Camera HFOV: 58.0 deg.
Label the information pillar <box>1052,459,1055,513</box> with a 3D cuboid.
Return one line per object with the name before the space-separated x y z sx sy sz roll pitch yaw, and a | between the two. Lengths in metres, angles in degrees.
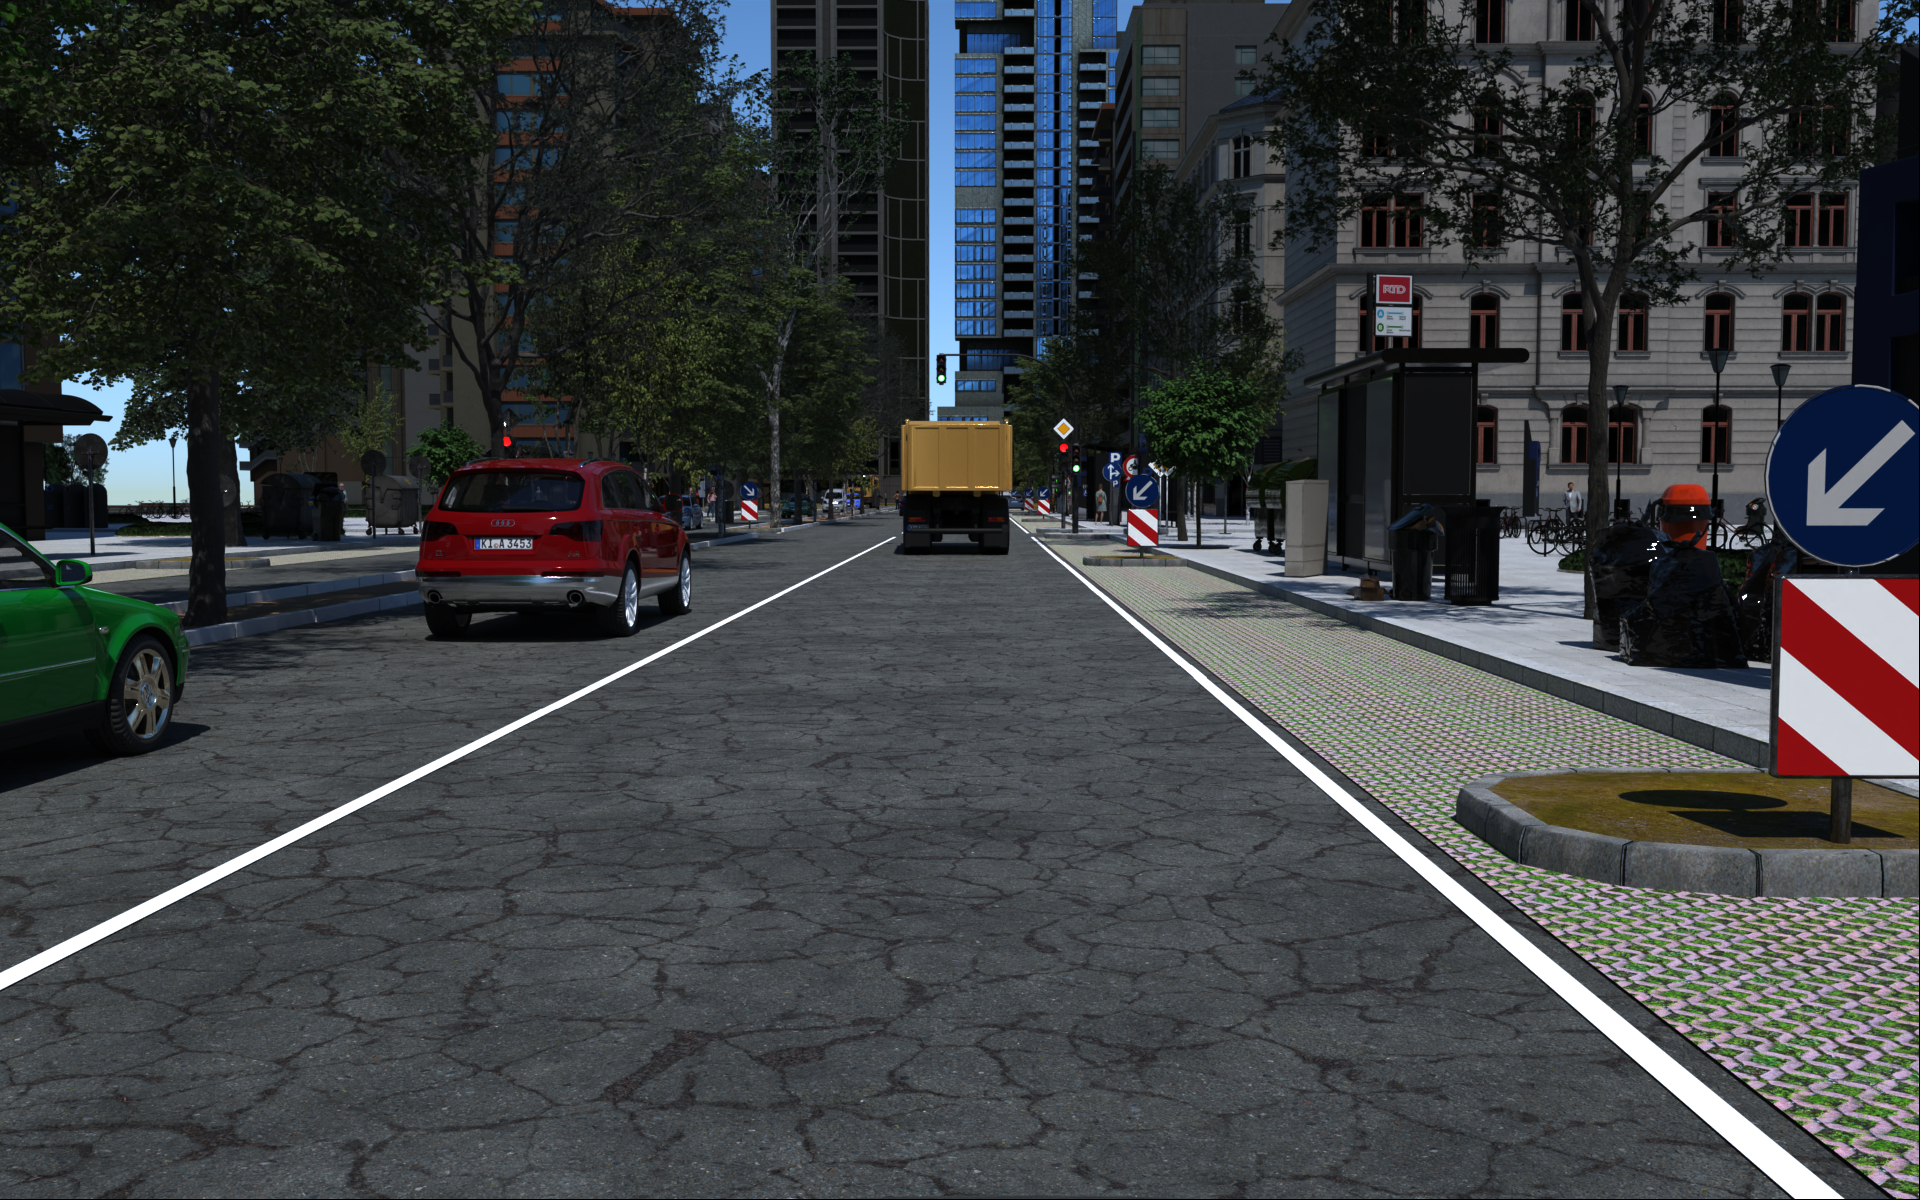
information pillar | 6.309 -7.659 116.577 0.183 3.616 0.504 1 4 10

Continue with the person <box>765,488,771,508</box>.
person | -17.506 -9.430 159.854 0.705 1.869 1.348 2 4 35

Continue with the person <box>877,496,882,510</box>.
person | -7.251 -8.961 155.720 0.721 1.735 1.217 1 4 18

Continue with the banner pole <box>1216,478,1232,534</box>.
banner pole | 8.306 -3.995 55.332 0.863 3.779 0.401 -2 4 -28

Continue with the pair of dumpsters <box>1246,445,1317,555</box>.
pair of dumpsters | 7.172 -2.094 36.737 1.574 2.255 4.437 0 4 1

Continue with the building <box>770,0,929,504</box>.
building | -14.787 -49.032 239.923 20.611 71.187 20.563 0 4 1

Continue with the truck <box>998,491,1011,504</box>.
truck | 0.854 -5.476 78.441 2.839 4.237 11.283 0 4 -1

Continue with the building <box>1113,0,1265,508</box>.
building | 26.307 -33.224 166.920 21.300 48.544 21.600 0 4 1

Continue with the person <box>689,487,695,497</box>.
person | -13.515 -4.815 87.650 0.534 1.772 0.576 -2 4 -33

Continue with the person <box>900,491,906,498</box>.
person | -5.616 -10.332 178.166 1.217 1.736 0.721 1 4 11

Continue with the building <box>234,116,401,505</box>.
building | -73.775 -33.651 200.298 14.200 45.320 14.600 0 4 1

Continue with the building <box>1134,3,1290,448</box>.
building | 21.912 -28.449 148.728 14.154 41.232 14.086 0 4 1

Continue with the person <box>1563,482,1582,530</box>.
person | 21.172 -3.152 59.887 0.661 1.843 0.795 3 5 40

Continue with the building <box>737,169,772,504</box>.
building | -32.229 -35.945 237.806 14.200 45.320 14.600 0 4 1

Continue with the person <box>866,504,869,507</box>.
person | -10.419 -11.354 194.961 1.217 1.723 0.721 -3 4 -36

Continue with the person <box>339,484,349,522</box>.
person | -28.464 -4.467 79.563 0.515 1.767 0.782 1 4 20

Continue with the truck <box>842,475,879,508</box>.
truck | -9.931 -11.043 176.471 3.469 3.379 9.791 0 4 2

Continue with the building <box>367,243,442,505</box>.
building | -59.614 -26.270 201.211 14.107 30.474 14.160 0 4 1

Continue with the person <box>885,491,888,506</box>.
person | -8.755 -12.052 205.528 0.705 1.826 1.348 1 4 8

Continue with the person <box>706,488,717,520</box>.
person | -13.869 -5.341 96.414 0.593 1.750 0.643 -1 4 -23

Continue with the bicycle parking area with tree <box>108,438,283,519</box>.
bicycle parking area with tree | -40.173 -6.403 91.686 9.016 4.147 8.231 1 4 16

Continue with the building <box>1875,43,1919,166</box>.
building | 47.820 -13.892 76.278 18.267 20.994 9.793 0 4 1

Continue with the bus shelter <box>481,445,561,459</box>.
bus shelter | -18.088 -4.771 71.930 2.014 3.302 5.546 0 4 1

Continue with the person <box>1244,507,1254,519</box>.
person | 15.193 -4.773 89.573 1.012 1.151 0.738 0 4 7

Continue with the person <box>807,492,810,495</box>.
person | -18.513 -12.466 209.805 0.705 1.831 1.348 2 4 30

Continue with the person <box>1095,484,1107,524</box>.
person | 5.938 -4.043 73.142 0.512 1.701 0.522 1 4 9

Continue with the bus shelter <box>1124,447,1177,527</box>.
bus shelter | 7.637 -4.509 67.650 2.014 3.302 5.546 0 4 1

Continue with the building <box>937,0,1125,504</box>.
building | 11.030 -56.735 240.280 31.000 86.520 22.319 0 4 1

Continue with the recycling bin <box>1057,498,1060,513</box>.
recycling bin | 6.925 -6.344 116.271 0.722 1.027 0.722 1 4 10

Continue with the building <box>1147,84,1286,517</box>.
building | 22.693 -20.826 116.926 17.030 29.872 44.131 0 4 1

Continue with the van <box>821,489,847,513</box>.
van | -9.688 -7.764 133.945 2.013 2.044 4.112 0 4 1

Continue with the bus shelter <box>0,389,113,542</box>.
bus shelter | -18.326 -2.370 32.680 2.014 3.302 5.546 0 4 1

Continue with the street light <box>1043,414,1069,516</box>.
street light | 5.706 -7.865 101.133 1.470 5.913 1.316 0 4 1

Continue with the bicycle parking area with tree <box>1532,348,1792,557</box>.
bicycle parking area with tree | 16.406 -3.019 36.362 8.231 4.147 9.016 -3 5 -39

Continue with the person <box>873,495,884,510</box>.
person | -6.885 -8.353 145.587 1.217 1.766 0.721 2 4 30

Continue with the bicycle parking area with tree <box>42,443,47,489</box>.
bicycle parking area with tree | -46.123 -5.810 82.002 8.231 4.147 9.016 -2 4 -29

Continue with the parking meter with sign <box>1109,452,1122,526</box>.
parking meter with sign | 6.374 -4.594 71.369 0.543 3.016 1.738 0 4 6

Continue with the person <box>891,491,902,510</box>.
person | -5.774 -9.126 158.425 1.217 1.736 0.721 -3 4 -39

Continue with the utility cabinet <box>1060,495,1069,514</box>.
utility cabinet | 7.038 -6.194 112.433 1.020 1.237 0.306 -1 4 -21

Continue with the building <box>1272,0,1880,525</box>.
building | 26.733 -17.753 77.648 23.554 28.519 14.401 0 4 1

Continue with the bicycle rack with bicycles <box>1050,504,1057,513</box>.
bicycle rack with bicycles | 7.284 -6.571 120.823 2.925 0.926 2.852 1 4 16

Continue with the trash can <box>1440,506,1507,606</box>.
trash can | 5.926 -0.513 20.037 0.748 1.137 0.748 0 3 0

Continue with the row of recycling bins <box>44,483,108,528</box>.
row of recycling bins | -33.937 -3.583 65.699 3.534 1.692 1.069 1 4 12

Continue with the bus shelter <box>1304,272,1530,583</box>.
bus shelter | 7.158 -3.150 29.137 2.179 5.291 8.768 0 4 1

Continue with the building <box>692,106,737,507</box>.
building | -30.831 -30.155 176.627 14.154 41.232 14.086 0 4 1

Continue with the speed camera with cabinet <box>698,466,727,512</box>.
speed camera with cabinet | -17.415 -7.797 121.809 2.038 3.252 0.660 -3 4 -38

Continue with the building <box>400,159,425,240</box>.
building | -72.377 -37.828 242.196 21.600 48.544 21.300 0 4 1

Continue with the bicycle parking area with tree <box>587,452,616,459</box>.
bicycle parking area with tree | -25.007 -8.159 120.398 9.016 4.147 8.231 1 4 19

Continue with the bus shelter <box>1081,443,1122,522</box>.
bus shelter | 6.697 -5.574 82.416 1.731 3.624 6.357 0 4 1

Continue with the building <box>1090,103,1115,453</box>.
building | 25.892 -32.881 192.229 22.147 44.769 28.867 0 4 1

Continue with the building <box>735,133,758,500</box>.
building | -38.180 -33.131 196.324 28.867 44.769 22.147 0 4 1

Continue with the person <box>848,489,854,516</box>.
person | -6.764 -6.047 107.707 0.374 1.781 0.599 1 4 19

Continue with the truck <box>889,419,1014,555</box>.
truck | -0.158 -2.975 44.565 3.469 3.379 9.791 0 4 -1

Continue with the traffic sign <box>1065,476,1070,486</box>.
traffic sign | 7.258 -7.154 116.964 0.884 2.594 0.081 0 4 7

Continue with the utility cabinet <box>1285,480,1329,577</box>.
utility cabinet | 5.406 -1.123 27.037 0.318 1.500 1.173 2 4 30

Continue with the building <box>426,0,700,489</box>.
building | -35.139 -30.612 155.133 22.147 44.769 28.867 0 4 1

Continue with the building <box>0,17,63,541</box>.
building | -32.146 -23.858 40.197 14.200 45.320 14.600 0 4 1
